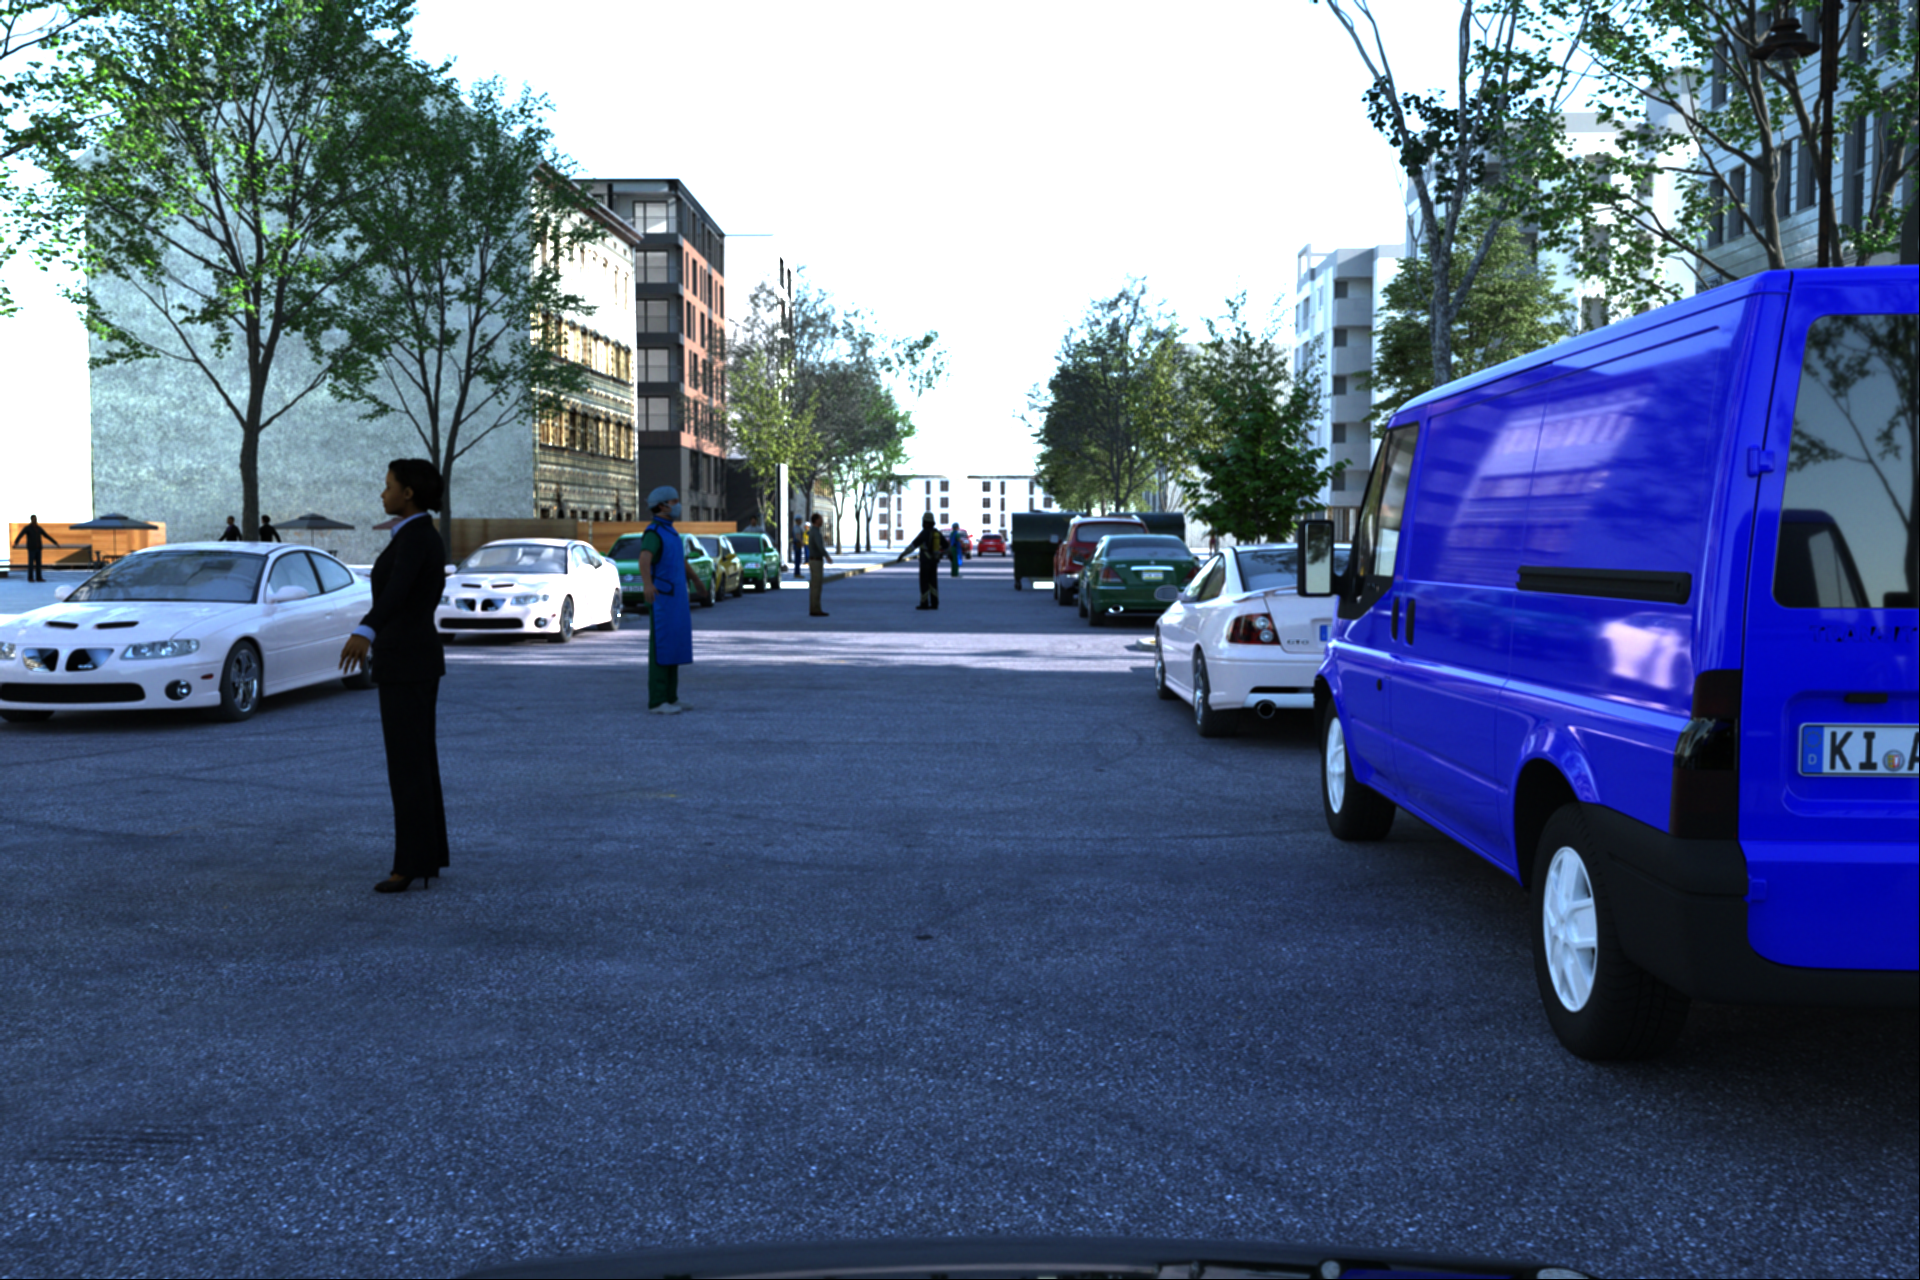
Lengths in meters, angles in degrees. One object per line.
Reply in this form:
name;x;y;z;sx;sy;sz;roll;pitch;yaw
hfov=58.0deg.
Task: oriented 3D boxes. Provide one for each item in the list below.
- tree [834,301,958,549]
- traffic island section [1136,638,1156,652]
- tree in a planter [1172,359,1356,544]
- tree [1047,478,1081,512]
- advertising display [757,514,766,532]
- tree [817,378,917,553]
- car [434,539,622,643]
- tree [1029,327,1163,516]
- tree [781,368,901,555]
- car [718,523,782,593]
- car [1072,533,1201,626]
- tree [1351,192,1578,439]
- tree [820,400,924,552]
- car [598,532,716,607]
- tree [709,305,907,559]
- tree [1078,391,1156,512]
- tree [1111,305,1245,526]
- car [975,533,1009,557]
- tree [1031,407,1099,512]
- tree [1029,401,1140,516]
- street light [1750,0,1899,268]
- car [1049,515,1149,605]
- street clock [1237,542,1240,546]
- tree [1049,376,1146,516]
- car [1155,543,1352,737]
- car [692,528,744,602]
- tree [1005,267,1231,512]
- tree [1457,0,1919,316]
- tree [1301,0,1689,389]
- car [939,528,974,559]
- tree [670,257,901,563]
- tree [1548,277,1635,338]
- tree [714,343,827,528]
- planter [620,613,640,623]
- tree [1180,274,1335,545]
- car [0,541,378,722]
tree;-7.299;-17.591;143.496;12.611;20.169;13.585;0;3;0
traffic island section;3.231;0.072;21.684;1.991;0.108;1.994;0;4;1
tree in a planter;3.064;-1.254;17.718;1.991;3.239;1.994;0;4;1
tree;9.191;-11.824;143.691;4.737;8.622;4.395;0;3;0
advertising display;-6.279;-3.030;54.753;0.123;1.923;0.974;0;4;3
tree;-6.802;-11.624;115.809;9.928;11.665;9.643;0;3;0
car;-6.041;-0.732;24.335;2.083;1.381;4.827;0;4;2
tree;7.558;-10.847;95.474;7.486;12.596;7.792;0;3;0
tree;-7.326;-10.965;105.026;9.928;11.665;9.643;0;3;0
car;-5.594;-2.136;43.713;1.959;1.807;4.718;0;4;1
car;2.931;-1.014;28.379;2.131;1.459;4.920;0;4;1
tree;17.001;-8.577;58.357;7.486;12.596;7.792;0;3;0
tree;-6.661;-12.327;127.298;9.928;11.665;9.643;0;3;0
car;-5.769;-1.463;32.709;1.959;1.807;4.718;0;4;2
tree;-7.957;-10.984;89.956;12.009;13.543;11.850;0;3;0
tree;7.972;-8.498;89.304;4.360;8.622;3.978;0;3;0
tree;6.783;-6.441;55.674;4.737;8.622;4.395;0;3;0
car;2.041;-6.235;110.989;2.155;1.783;4.494;0;4;1
tree;9.214;-12.697;133.354;9.928;11.665;9.643;0;3;0
tree;7.799;-10.625;108.137;7.601;10.594;8.767;0;4;-2
street light;6.018;-2.404;12.088;0.468;5.910;1.993;0;4;2
car;3.019;-1.688;36.268;2.281;1.827;5.304;0;4;1
street clock;6.931;-2.361;43.170;0.358;2.002;0.471;0;4;1
tree;9.354;-12.450;121.692;7.486;12.596;7.792;0;3;0
car;2.624;-0.075;13.596;2.083;1.381;4.827;0;4;1
car;-5.838;-1.700;38.026;2.015;1.641;3.980;0;4;2
tree;7.305;-10.310;78.940;12.009;13.543;11.850;0;3;0
tree;9.257;-5.677;18.568;9.928;11.665;9.643;0;3;0
tree;10.886;-10.852;33.322;12.611;20.169;13.585;0;3;0
car;-0.339;-5.649;101.041;2.281;1.827;5.304;0;4;2
tree;-7.700;-10.213;77.352;12.009;13.543;11.850;0;3;0
tree;18.361;-6.017;48.735;4.737;8.622;4.395;0;3;0
tree;-7.483;-7.185;67.841;4.737;8.622;4.395;0;3;0
planter;-6.358;-0.453;28.541;1.991;0.319;1.994;0;4;2
tree;8.534;-6.096;50.033;4.737;8.622;4.395;0;3;0
car;-6.352;-0.144;14.720;2.083;1.381;4.827;0;4;1
